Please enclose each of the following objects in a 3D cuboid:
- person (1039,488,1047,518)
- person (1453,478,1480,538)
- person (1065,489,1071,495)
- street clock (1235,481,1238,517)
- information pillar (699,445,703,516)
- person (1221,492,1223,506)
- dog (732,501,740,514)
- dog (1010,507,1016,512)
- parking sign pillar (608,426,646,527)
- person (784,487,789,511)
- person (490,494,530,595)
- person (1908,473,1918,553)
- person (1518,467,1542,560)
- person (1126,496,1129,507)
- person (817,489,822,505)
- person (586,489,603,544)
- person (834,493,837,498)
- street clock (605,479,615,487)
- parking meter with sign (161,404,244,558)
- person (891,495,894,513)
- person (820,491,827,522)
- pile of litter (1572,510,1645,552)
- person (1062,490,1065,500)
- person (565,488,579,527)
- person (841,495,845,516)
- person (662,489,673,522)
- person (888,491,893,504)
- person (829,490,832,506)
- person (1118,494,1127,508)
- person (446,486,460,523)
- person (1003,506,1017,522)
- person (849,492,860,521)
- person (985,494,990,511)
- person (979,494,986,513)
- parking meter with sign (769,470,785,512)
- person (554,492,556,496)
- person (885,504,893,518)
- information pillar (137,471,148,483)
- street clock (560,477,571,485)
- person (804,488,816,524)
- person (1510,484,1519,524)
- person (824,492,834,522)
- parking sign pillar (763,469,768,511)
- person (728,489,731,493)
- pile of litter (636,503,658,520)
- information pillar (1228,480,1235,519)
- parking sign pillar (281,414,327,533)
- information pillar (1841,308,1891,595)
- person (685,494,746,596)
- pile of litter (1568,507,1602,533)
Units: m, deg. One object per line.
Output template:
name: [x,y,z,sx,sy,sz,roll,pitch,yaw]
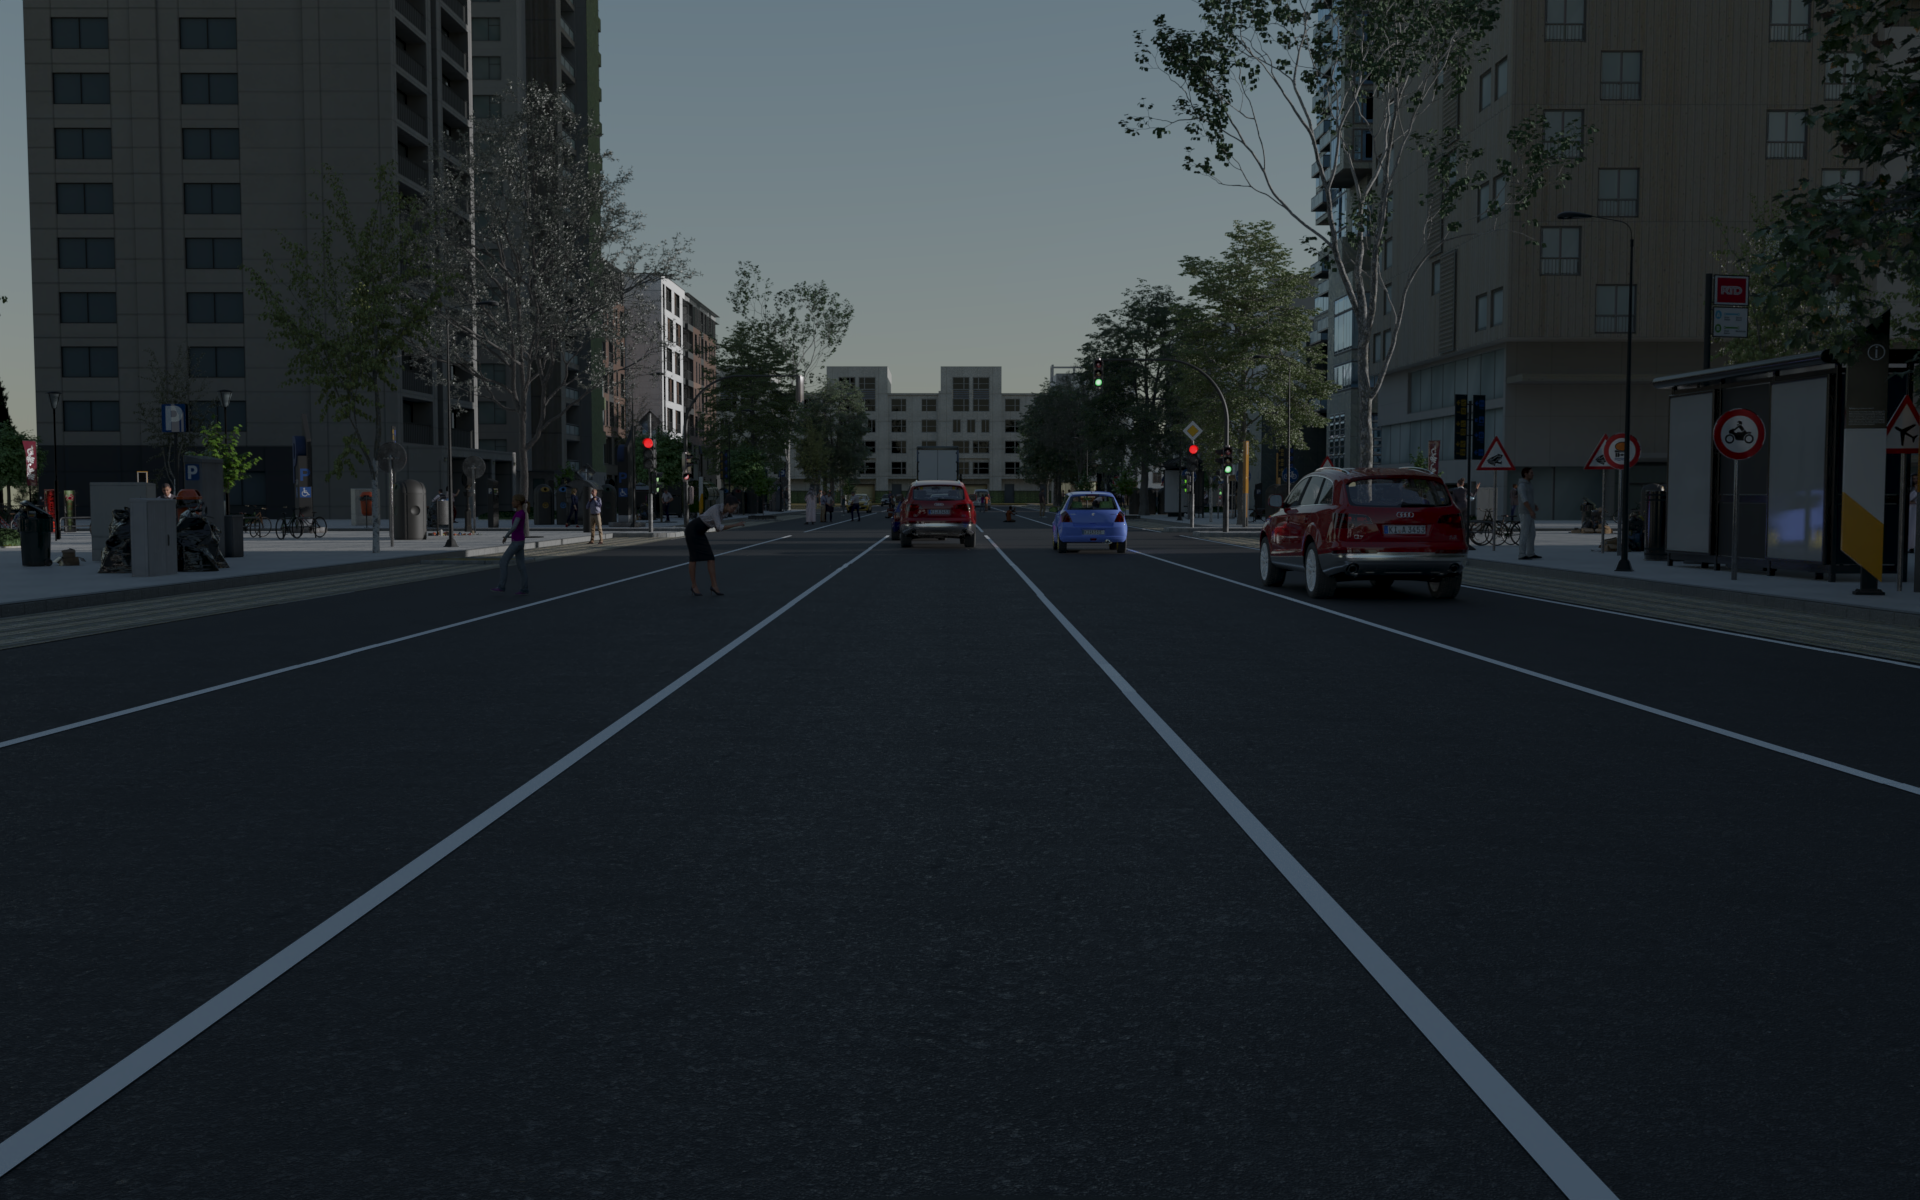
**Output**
person: [5.044,-5.923,105.476,0.434,1.807,0.598,-1,4,-14]
person: [13.849,-2.486,47.500,0.742,1.727,0.445,-1,4,-18]
person: [6.861,-6.063,108.446,0.655,1.722,0.431,2,4,29]
street clock: [15.086,-5.542,95.189,0.358,2.002,0.471,-3,4,-36]
information pillar: [-12.429,-5.608,83.047,0.183,3.616,0.504,-1,4,-21]
person: [24.146,-9.257,158.313,0.541,1.710,0.530,3,5,41]
dog: [-14.264,-5.806,109.306,0.800,0.831,0.513,0,4,-6]
dog: [4.223,-7.174,137.483,0.550,0.427,0.748,-2,4,-27]
parking sign pillar: [-13.026,-4.845,67.688,1.447,3.967,1.447,0,4,2]
person: [-13.331,-7.752,132.923,0.598,1.807,0.434,-3,5,-45]
person: [-6.384,-0.776,24.425,0.776,1.435,0.726,0,4,-6]
person: [20.592,-1.873,37.332,0.551,1.740,0.621,0,4,6]
person: [11.104,-1.685,33.736,0.789,1.805,0.875,2,4,35]
person: [17.033,-10.451,176.554,0.705,1.869,1.348,0,4,-1]
person: [-16.324,-11.952,201.462,0.705,1.824,1.348,-2,4,-28]
person: [-10.398,-2.371,49.330,0.516,1.574,0.319,2,4,31]
person: [-14.155,-11.476,193.660,0.705,1.826,1.348,-2,4,-30]
street clock: [-16.659,-4.763,82.451,0.358,2.002,0.471,2,4,26]
parking meter with sign: [-14.970,-2.331,34.368,0.543,3.016,1.738,1,4,15]
person: [-5.127,-7.362,132.772,0.340,1.345,0.435,-1,4,-8]
person: [-6.929,-4.737,88.014,0.319,1.574,0.516,-1,4,-23]
pile of litter: [14.882,-1.520,38.810,1.719,0.858,1.176,-1,4,-11]
person: [11.615,-11.570,195.918,0.721,1.736,1.217,1,4,18]
person: [-14.880,-3.541,66.480,0.613,1.512,0.480,0,4,0]
person: [-7.693,-6.215,114.027,0.340,1.345,0.435,-3,4,-38]
person: [-13.679,-4.445,80.924,0.614,1.554,0.590,2,4,30]
person: [-7.250,-10.588,182.068,0.683,1.767,0.568,0,4,-3]
person: [-13.581,-10.727,181.956,0.617,1.759,0.750,-3,5,-41]
person: [11.696,-7.236,125.294,0.756,1.711,0.436,0,4,-1]
person: [-22.553,-4.254,77.062,0.566,1.644,0.517,1,4,9]
person: [2.604,-4.361,88.090,0.655,0.850,0.859,-2,4,-26]
person: [-5.534,-4.899,90.819,0.590,1.554,0.614,2,4,26]
person: [2.154,-8.091,144.048,0.557,1.426,1.065,3,5,41]
person: [1.629,-7.332,131.609,0.726,1.435,0.776,-2,4,-30]
parking meter with sign: [-13.358,-7.937,126.035,0.543,3.016,1.738,-2,4,-34]
person: [-23.503,-5.825,102.012,0.841,1.734,0.376,1,4,9]
person: [-4.068,-5.214,102.029,0.859,0.850,0.655,0,4,-3]
information pillar: [-26.510,-3.163,56.205,0.304,2.012,0.304,-2,4,-24]
street clock: [-16.805,-4.240,73.887,0.471,2.002,0.358,3,5,42]
person: [-7.043,-4.442,81.787,0.621,1.740,0.551,3,5,43]
person: [24.089,-4.174,75.117,0.431,1.722,0.655,1,4,8]
person: [-6.723,-4.781,88.879,0.614,1.554,0.590,-2,4,-29]
parking sign pillar: [-15.197,-8.888,133.785,1.447,3.967,1.447,-1,4,-16]
person: [-24.637,-10.930,184.892,1.348,1.807,0.705,0,3,0]
pile of litter: [-15.633,-4.344,84.982,1.719,0.858,1.176,-1,4,-22]
information pillar: [14.193,-5.267,90.600,0.304,2.012,0.304,3,4,38]
parking sign pillar: [-21.841,-4.226,57.563,1.447,3.967,1.447,-2,4,-26]
information pillar: [11.480,-1.871,21.944,0.504,3.616,0.183,1,4,15]
person: [-3.463,-0.778,24.414,0.799,1.438,0.628,-1,4,-17]
pile of litter: [20.709,-2.594,56.374,1.176,0.858,1.719,-2,4,-33]
